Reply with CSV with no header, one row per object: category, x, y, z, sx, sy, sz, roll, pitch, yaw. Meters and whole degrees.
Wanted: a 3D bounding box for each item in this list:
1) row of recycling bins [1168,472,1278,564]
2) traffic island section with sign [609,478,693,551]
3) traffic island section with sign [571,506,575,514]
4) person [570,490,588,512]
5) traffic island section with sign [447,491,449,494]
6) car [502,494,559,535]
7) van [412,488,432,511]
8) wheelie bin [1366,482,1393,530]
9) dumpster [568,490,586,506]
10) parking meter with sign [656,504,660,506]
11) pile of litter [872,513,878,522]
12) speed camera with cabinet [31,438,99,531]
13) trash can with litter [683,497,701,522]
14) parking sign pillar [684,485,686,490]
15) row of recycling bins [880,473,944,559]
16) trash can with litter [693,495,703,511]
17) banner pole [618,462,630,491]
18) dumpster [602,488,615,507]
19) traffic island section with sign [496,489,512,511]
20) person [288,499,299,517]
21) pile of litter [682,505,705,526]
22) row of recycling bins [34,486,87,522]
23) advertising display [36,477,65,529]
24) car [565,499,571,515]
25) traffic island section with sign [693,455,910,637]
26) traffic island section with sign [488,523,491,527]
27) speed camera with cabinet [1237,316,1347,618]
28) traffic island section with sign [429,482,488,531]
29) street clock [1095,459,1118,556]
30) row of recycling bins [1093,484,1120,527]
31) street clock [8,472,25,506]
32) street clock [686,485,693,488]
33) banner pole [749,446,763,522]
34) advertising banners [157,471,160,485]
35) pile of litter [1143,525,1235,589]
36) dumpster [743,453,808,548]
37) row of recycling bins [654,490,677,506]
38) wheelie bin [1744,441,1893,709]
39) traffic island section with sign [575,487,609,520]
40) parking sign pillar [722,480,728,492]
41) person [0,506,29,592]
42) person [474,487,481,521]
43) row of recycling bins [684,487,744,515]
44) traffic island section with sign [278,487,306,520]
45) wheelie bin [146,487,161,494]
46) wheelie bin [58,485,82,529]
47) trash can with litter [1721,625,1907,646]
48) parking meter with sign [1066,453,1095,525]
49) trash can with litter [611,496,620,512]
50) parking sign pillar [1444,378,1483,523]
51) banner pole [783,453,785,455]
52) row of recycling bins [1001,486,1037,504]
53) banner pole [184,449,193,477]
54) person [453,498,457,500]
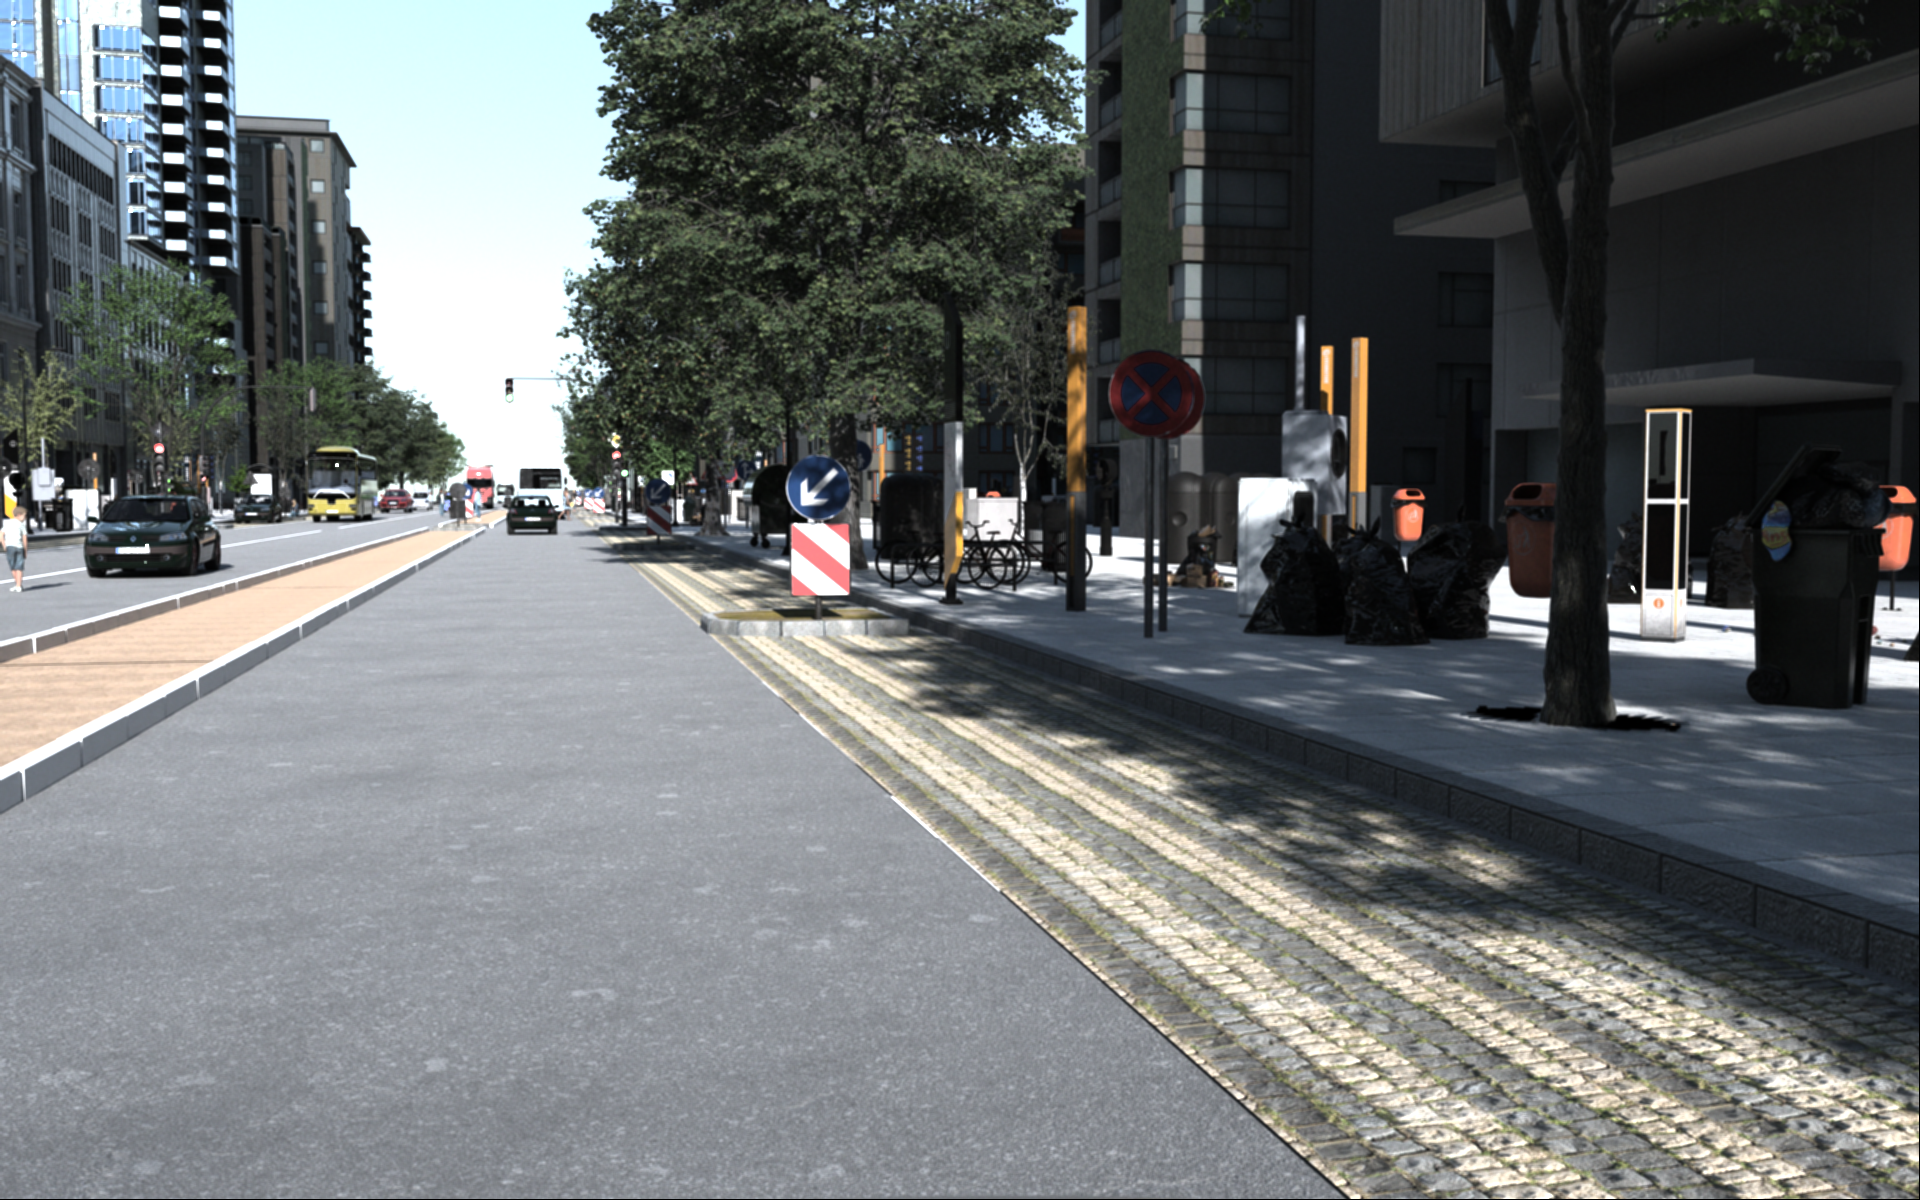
row of recycling bins,5.063,-1.578,32.913,1.069,1.692,3.534,3,5,41
traffic island section with sign,-7.903,-2.194,44.502,1.989,1.847,2.006,-1,4,-13
traffic island section with sign,-26.718,-7.059,124.041,1.989,1.847,2.006,-1,4,-13
person,-30.994,-8.098,141.121,1.509,1.804,0.699,-1,4,-18
traffic island section with sign,-73.393,-14.694,248.873,1.989,1.847,2.006,-1,4,-13
car,-15.442,-3.218,62.403,2.009,1.686,4.222,-1,4,-15
van,-47.227,-8.864,151.940,2.013,2.044,4.112,-1,4,-12
wheelie bin,11.092,-2.291,45.369,0.693,1.594,0.980,-2,4,-31
dumpster,-38.863,-10.254,175.864,1.865,1.857,1.264,-1,4,-11
parking meter with sign,-17.548,-6.440,101.553,0.543,3.016,1.738,0,4,3
pile of litter,-3.351,-3.992,79.233,1.176,0.858,1.719,3,5,44
speed camera with cabinet,-31.700,-4.098,61.344,2.038,3.252,0.660,-3,4,-36
trash can with litter,-12.094,-4.106,78.521,0.624,1.170,1.055,-3,5,-45
parking sign pillar,-20.465,-8.505,127.533,1.447,3.967,1.447,0,4,-1
row of recycling bins,-0.891,-1.750,35.724,1.069,1.692,3.534,1,4,10
trash can with litter,-14.702,-5.101,94.462,2.233,1.210,1.678,-2,4,-26
banner pole,-22.789,-7.759,116.881,0.863,3.779,0.401,-1,4,-14
dumpster,-29.502,-8.580,146.044,1.264,1.857,1.865,-1,4,-13
traffic island section with sign,-38.578,-8.537,147.718,2.006,1.907,1.989,-1,4,-13
person,-38.565,-5.275,100.240,1.012,1.151,0.738,3,5,43
pile of litter,-10.356,-3.396,69.487,1.719,0.858,1.176,-1,4,-19
row of recycling bins,-41.709,-4.479,80.340,1.069,1.692,3.534,0,4,4
advertising display,-33.847,-3.623,64.453,0.974,1.923,0.123,-2,4,-35
car,-28.341,-6.712,121.543,2.131,1.459,4.920,-1,4,-15
traffic island section with sign,-1.704,-0.590,18.267,1.989,1.847,2.006,-1,4,-13
traffic island section with sign,-21.267,-4.065,74.593,2.006,1.907,1.989,-1,4,-13
speed camera with cabinet,3.605,-1.486,18.626,0.660,3.252,2.038,2,4,29
traffic island section with sign,-19.570,-3.624,67.382,2.006,1.907,1.989,-1,4,-13
street clock,3.030,-1.915,35.880,0.358,2.002,0.471,-2,4,-32
row of recycling bins,6.414,-3.785,68.996,1.069,1.692,3.534,3,4,38
street clock,-31.510,-3.263,57.923,0.358,2.002,0.471,2,4,25
street clock,-18.553,-6.978,118.654,0.471,2.002,0.358,-1,4,-10
banner pole,-9.348,-5.430,78.794,0.863,3.779,0.401,-1,4,-8
advertising banners,-55.353,-7.672,121.626,2.074,3.025,0.090,-1,4,-15
pile of litter,3.196,-0.626,24.202,1.176,0.858,1.719,-1,4,-8
dumpster,-4.359,-2.391,41.589,1.502,2.255,1.985,-1,4,-13
row of recycling bins,-24.274,-8.518,146.382,3.534,1.692,1.069,-1,4,-17
wheelie bin,5.265,-0.166,10.615,0.693,1.594,0.980,3,5,42
traffic island section with sign,-20.528,-5.454,97.804,1.989,1.847,2.006,-1,4,-13
parking sign pillar,-20.165,-9.821,149.046,1.447,3.967,1.447,-1,4,-18
person,-13.905,-0.752,25.485,0.332,1.250,0.352,1,4,20
person,-25.703,-5.115,92.395,0.793,1.790,0.793,-2,4,-28
row of recycling bins,-15.358,-6.105,106.935,3.534,1.692,1.069,0,4,7
traffic island section with sign,-36.920,-5.265,94.715,1.989,1.847,2.006,-1,4,-13
wheelie bin,-34.717,-4.086,74.711,0.980,1.594,0.693,-1,4,-17
wheelie bin,-32.526,-3.404,63.558,0.980,1.594,0.693,-3,4,-37
trash can with litter,7.868,-0.288,15.763,1.678,1.210,2.233,2,4,29
parking meter with sign,5.316,-4.681,72.788,1.738,3.016,0.543,0,4,1
trash can with litter,-25.126,-7.052,126.694,0.624,1.170,1.055,-2,4,-30
parking sign pillar,11.887,-3.208,40.928,1.447,3.967,1.447,0,4,-5
banner pole,-10.409,-6.994,104.372,0.863,3.779,0.401,2,4,34
row of recycling bins,2.925,-4.857,86.532,1.069,1.692,3.534,-1,4,-19
banner pole,-42.900,-6.508,96.422,0.863,3.779,0.401,2,4,26
person,-29.464,-5.658,101.356,0.624,1.780,0.694,0,4,0
